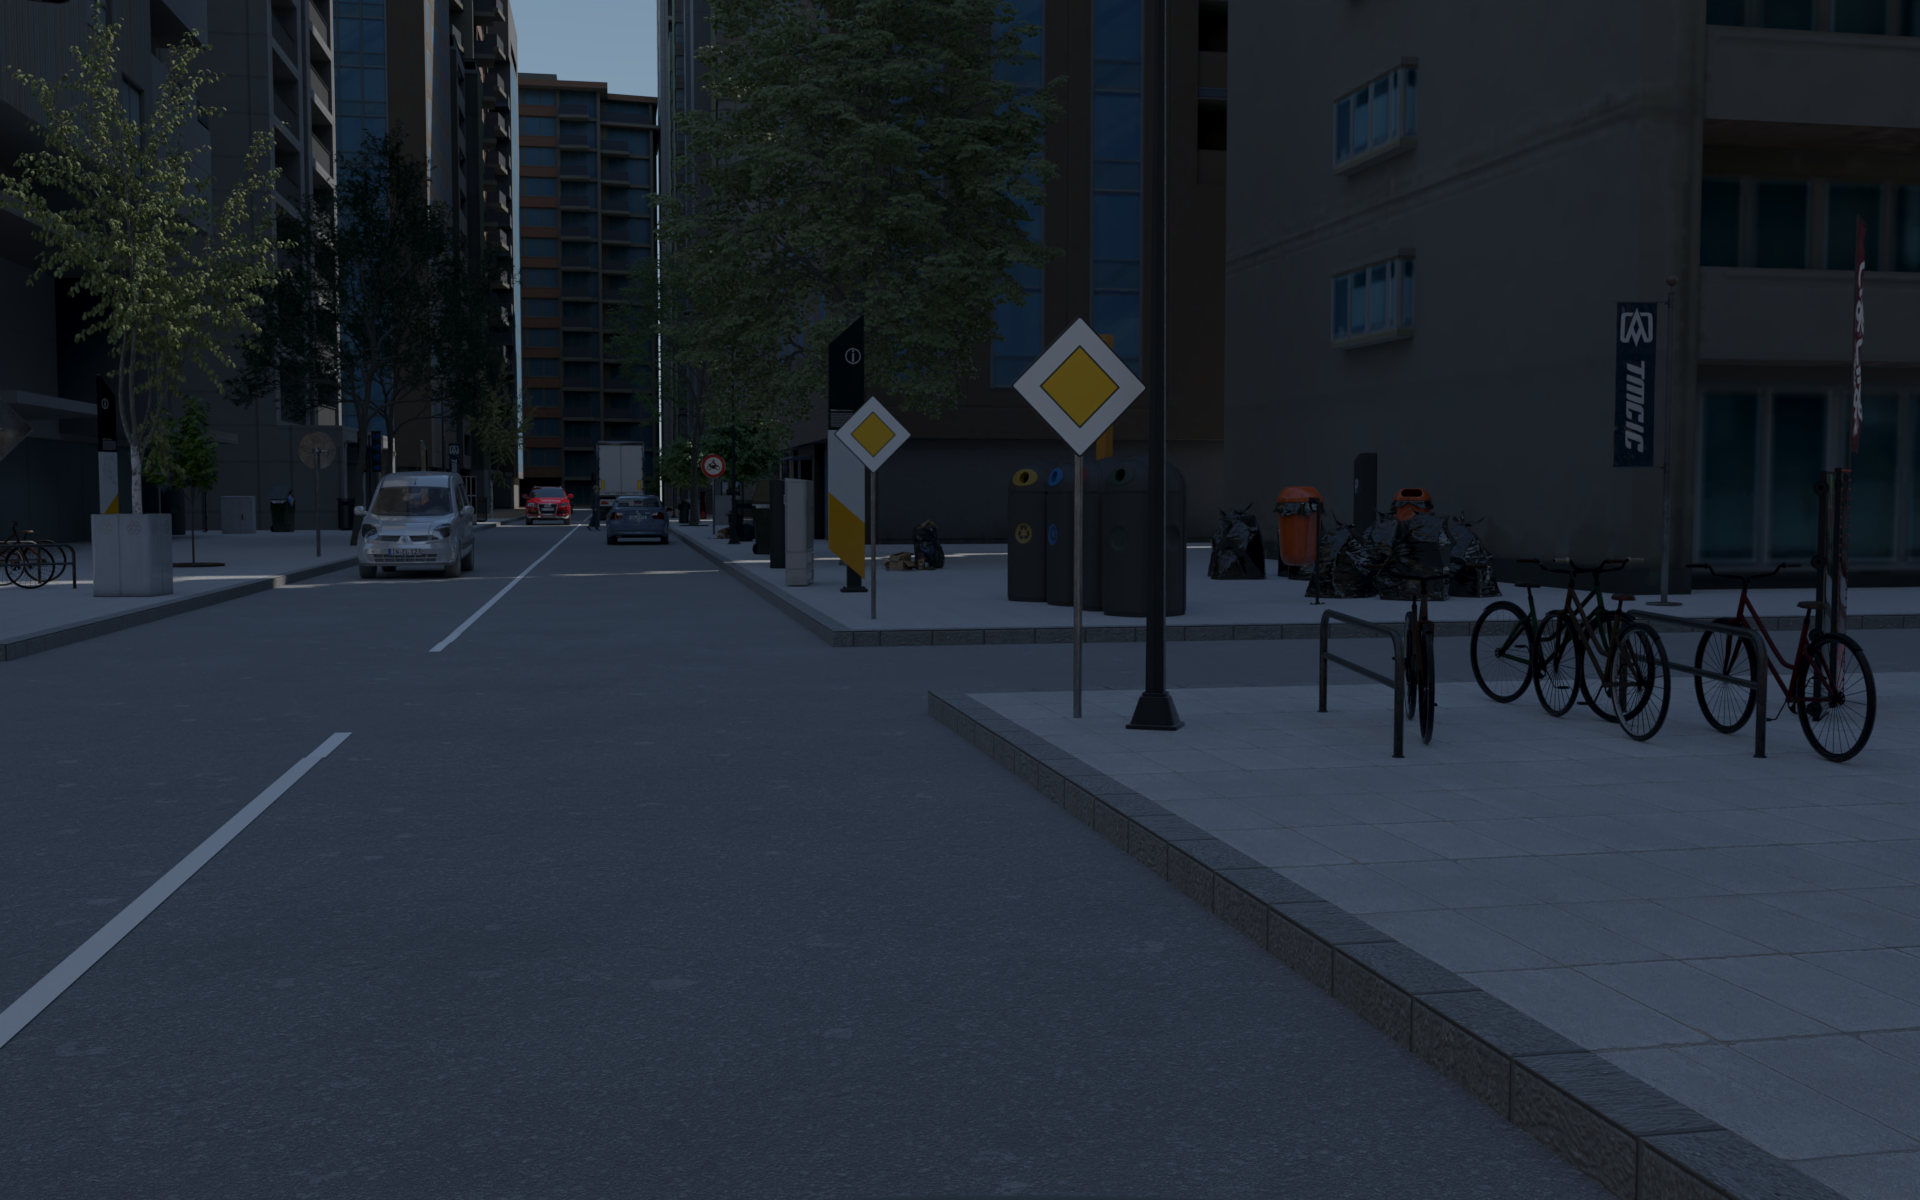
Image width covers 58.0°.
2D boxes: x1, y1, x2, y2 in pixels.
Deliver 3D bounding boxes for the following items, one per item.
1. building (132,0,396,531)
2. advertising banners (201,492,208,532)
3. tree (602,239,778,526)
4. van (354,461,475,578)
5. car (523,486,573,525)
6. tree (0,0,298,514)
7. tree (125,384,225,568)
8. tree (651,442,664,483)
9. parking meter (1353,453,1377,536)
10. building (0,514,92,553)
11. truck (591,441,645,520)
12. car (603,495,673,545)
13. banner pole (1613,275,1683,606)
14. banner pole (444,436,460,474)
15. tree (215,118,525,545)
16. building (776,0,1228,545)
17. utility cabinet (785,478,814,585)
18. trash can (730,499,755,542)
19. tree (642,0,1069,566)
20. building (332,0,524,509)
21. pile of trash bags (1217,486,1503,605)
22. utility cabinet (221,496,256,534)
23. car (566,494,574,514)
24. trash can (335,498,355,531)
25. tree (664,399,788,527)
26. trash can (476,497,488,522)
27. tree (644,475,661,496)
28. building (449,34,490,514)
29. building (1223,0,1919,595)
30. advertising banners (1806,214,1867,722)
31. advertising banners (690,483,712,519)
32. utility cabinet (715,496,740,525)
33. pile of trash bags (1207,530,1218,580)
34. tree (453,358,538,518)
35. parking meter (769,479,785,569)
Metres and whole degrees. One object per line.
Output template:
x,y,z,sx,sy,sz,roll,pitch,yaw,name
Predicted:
-33.962,-38.499,67.714,20.563,71.187,20.611,-1,4,-11,building
-25.641,-3.820,58.639,0.090,3.025,2.074,-2,4,-28,advertising banners
-10.475,-8.757,68.927,9.928,11.665,9.643,0,3,0,tree
-9.635,-1.456,30.818,2.013,2.044,4.112,-1,4,-11,van
-19.286,-4.429,81.079,2.281,1.827,5.304,-1,4,-13,car
-12.675,-4.689,27.029,4.737,8.622,4.395,0,3,0,tree
-13.605,-2.212,30.770,1.663,3.219,1.824,0,3,0,tree
-13.324,-6.284,86.460,4.285,4.588,4.351,0,3,0,tree
5.800,-1.168,24.814,0.255,1.863,0.399,0,4,-1,parking meter
-32.401,-27.283,35.315,28.713,52.752,27.495,-1,4,-11,building
-19.224,-6.632,97.342,2.839,4.237,11.283,-1,4,-13,truck
-9.352,-2.344,50.333,2.014,1.417,4.499,-1,4,-10,car
7.895,-1.826,19.875,0.863,3.779,0.401,0,4,0,banner pole
-21.834,-5.153,74.270,0.863,3.779,0.401,-1,4,-17,banner pole
-14.704,-6.629,42.795,7.601,10.594,8.767,0,4,5,tree
2.171,-24.473,50.237,14.600,45.320,14.200,-1,4,-11,building
-2.253,-0.967,24.484,0.318,1.500,1.173,0,3,0,utility cabinet
-5.841,-2.154,46.877,0.748,1.137,0.748,0,3,0,trash can
-1.551,-6.888,30.754,7.486,12.596,7.792,0,3,0,tree
-46.333,-30.719,152.361,14.200,45.320,14.600,-1,4,-11,building
5.049,-0.702,21.228,3.447,1.369,1.912,-3,5,-42,pile of trash bags
-23.245,-2.729,55.788,1.020,1.237,0.306,0,4,3,utility cabinet
-28.463,-6.930,123.085,2.009,1.686,4.222,-1,4,-9,car
-21.563,-3.013,60.918,0.748,1.137,0.748,0,3,0,trash can
-7.472,-4.621,59.269,4.285,4.588,4.351,0,3,0,tree
-21.923,-4.128,79.148,0.748,1.137,0.748,0,3,0,trash can
-28.370,-10.199,161.350,1.663,3.219,1.824,0,3,0,tree
-37.452,-20.603,108.560,14.160,30.474,14.107,-1,4,-11,building
16.707,-25.028,32.916,21.600,48.544,21.300,-1,4,-11,building
5.333,-0.874,10.471,0.090,3.025,2.074,2,4,32,advertising banners
-13.265,-5.698,89.356,2.074,3.025,0.090,3,5,44,advertising banners
-9.664,-3.720,71.976,1.020,1.237,0.306,1,4,12,utility cabinet
5.406,-1.011,26.279,3.447,1.369,1.912,1,4,18,pile of trash bags
-24.725,-8.672,92.146,4.737,8.622,4.395,0,3,0,tree
-3.103,-1.317,29.939,0.372,1.533,0.369,0,3,0,parking meter
